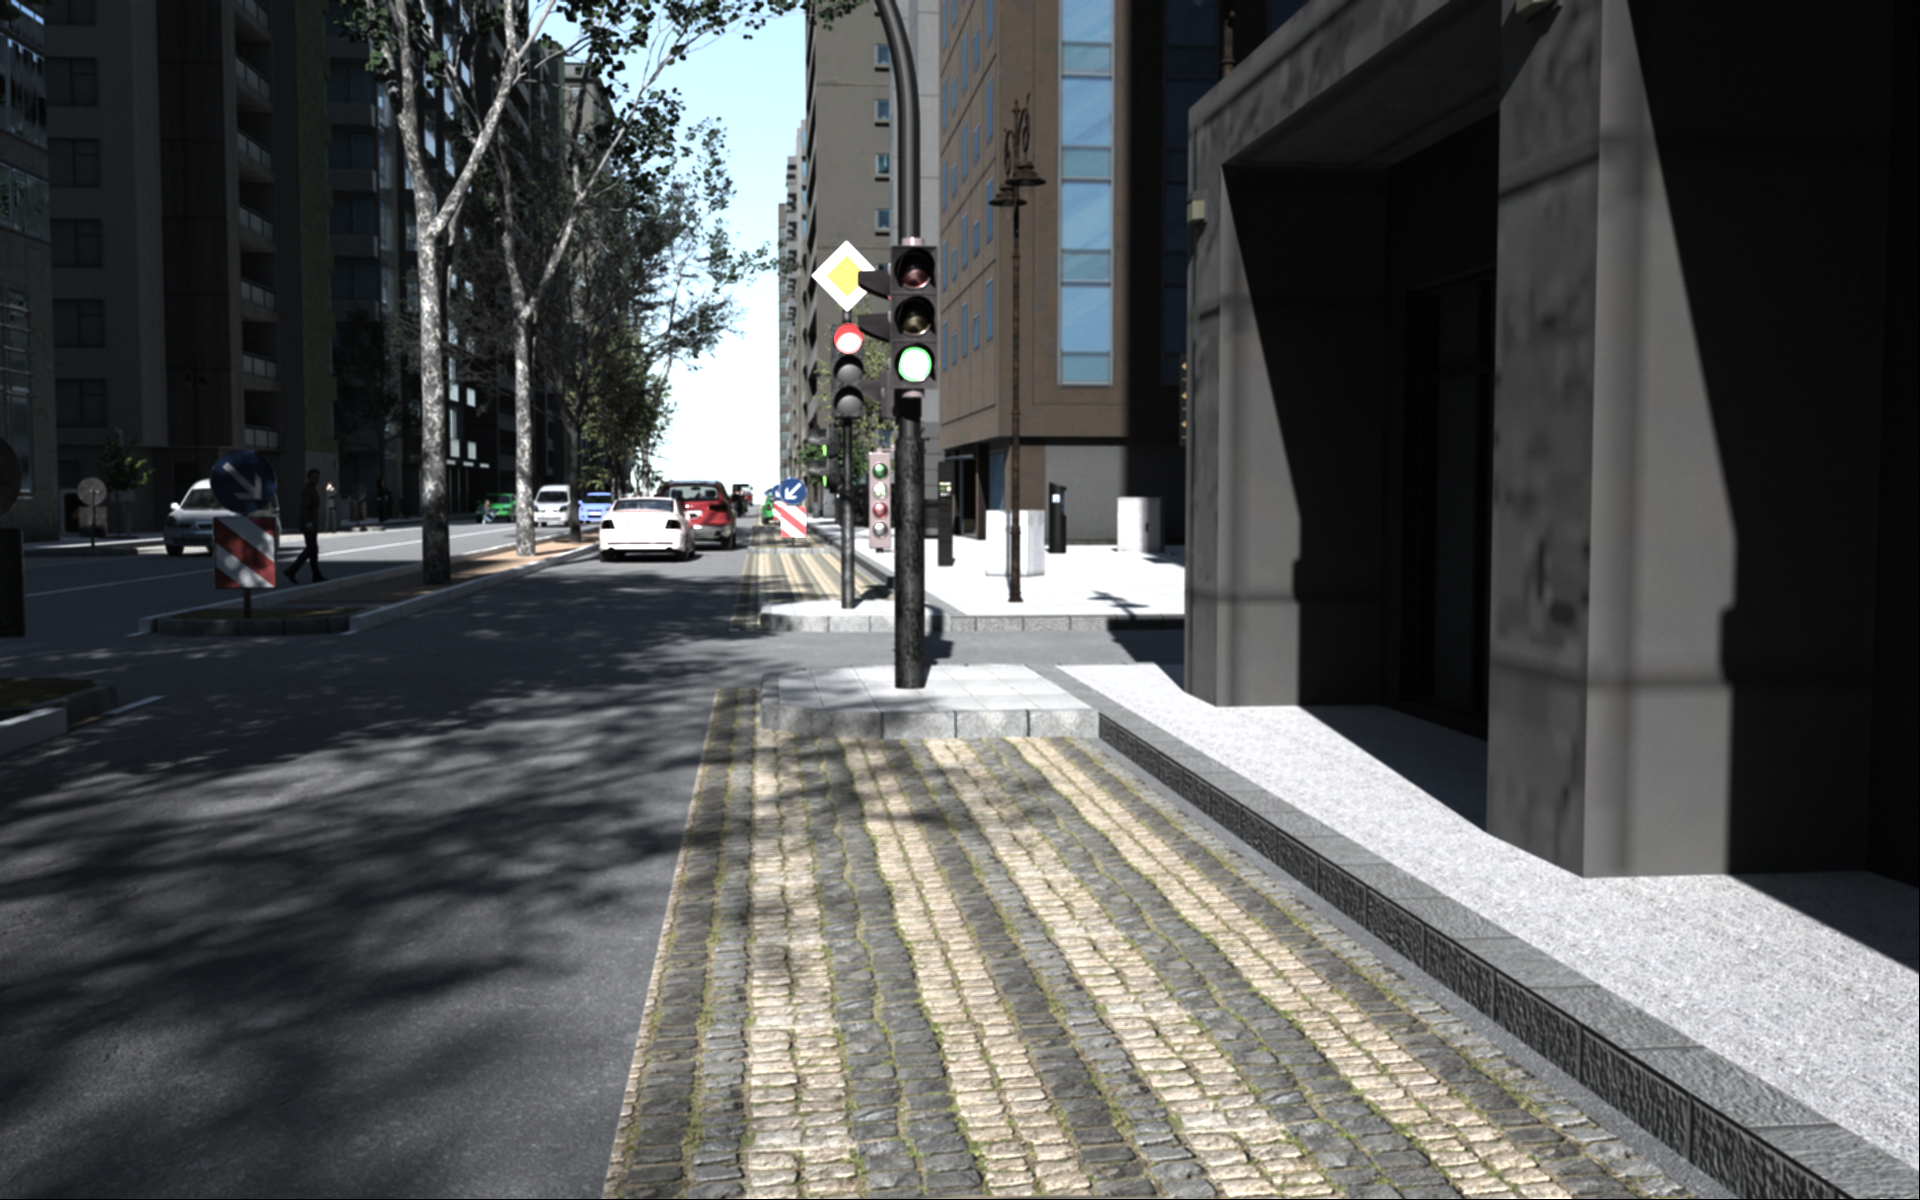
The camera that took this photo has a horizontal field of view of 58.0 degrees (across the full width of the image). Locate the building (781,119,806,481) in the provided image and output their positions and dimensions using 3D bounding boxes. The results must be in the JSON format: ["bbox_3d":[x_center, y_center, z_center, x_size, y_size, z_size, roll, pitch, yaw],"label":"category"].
[{"bbox_3d":[-11.207,-36.961,223.920,23.786,49.044,30.456,0,4,-7],"label":"building"}]

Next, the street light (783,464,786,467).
[{"bbox_3d":[-21.817,-14.868,215.872,0.468,5.910,1.993,0,4,-7],"label":"street light"}]

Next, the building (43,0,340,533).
[{"bbox_3d":[-31.089,-23.066,60.726,14.154,41.232,14.086,0,4,-7],"label":"building"}]

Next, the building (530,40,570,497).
[{"bbox_3d":[-42.087,-28.579,150.860,14.154,41.232,14.086,0,4,-7],"label":"building"}]

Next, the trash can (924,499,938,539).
[{"bbox_3d":[-0.809,-2.334,49.808,0.748,1.137,0.748,0,3,0],"label":"trash can"}]

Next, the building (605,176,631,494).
[{"bbox_3d":[-52.795,-35.899,237.059,14.600,45.320,14.200,0,4,-7],"label":"building"}]

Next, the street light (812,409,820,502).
[{"bbox_3d":[-8.171,-7.622,97.402,0.468,5.910,1.993,0,4,-7],"label":"street light"}]

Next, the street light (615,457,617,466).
[{"bbox_3d":[-42.185,-14.653,212.370,0.468,5.910,1.993,0,4,-7],"label":"street light"}]

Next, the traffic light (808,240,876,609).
[{"bbox_3d":[-1.275,-1.860,19.335,0.839,4.253,0.868,0,4,-7],"label":"traffic light"}]

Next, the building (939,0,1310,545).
[{"bbox_3d":[6.988,-24.410,49.211,14.600,45.320,14.200,0,4,-7],"label":"building"}]

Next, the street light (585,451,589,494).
[{"bbox_3d":[-37.939,-12.436,176.111,0.468,5.910,1.993,0,4,-7],"label":"street light"}]

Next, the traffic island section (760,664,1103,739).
[{"bbox_3d":[-0.321,0.658,11.521,2.009,0.180,2.903,0,4,-7],"label":"traffic island section"}]

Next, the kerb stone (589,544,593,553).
[{"bbox_3d":[-9.063,-1.211,41.987,0.120,0.150,1.000,0,4,-7],"label":"kerb stone"}]

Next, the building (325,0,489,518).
[{"bbox_3d":[-42.363,-29.681,104.893,23.786,49.044,30.456,0,4,-7],"label":"building"}]

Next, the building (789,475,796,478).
[{"bbox_3d":[0.401,-28.592,159.358,32.217,40.220,23.993,0,4,-7],"label":"building"}]

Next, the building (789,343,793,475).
[{"bbox_3d":[-5.023,-21.384,194.665,27.650,21.520,28.899,0,4,-7],"label":"building"}]

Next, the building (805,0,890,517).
[{"bbox_3d":[1.420,-29.572,107.202,21.300,48.544,21.600,0,4,-7],"label":"building"}]

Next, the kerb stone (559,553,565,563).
[{"bbox_3d":[-8.354,-0.837,35.875,0.120,0.150,1.000,0,4,-7],"label":"kerb stone"}]

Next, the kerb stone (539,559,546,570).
[{"bbox_3d":[-8.009,-0.649,32.815,0.120,0.150,1.000,0,4,-7],"label":"kerb stone"}]

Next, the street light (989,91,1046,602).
[{"bbox_3d":[0.662,-2.915,20.441,0.468,5.910,1.993,0,4,-7],"label":"street light"}]

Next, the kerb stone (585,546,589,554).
[{"bbox_3d":[-8.938,-1.148,40.973,0.120,0.150,1.000,0,4,-7],"label":"kerb stone"}]

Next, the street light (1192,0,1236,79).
[{"bbox_3d":[1.734,-2.354,11.277,0.468,5.910,1.993,0,4,-7],"label":"street light"}]

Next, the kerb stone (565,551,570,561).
[{"bbox_3d":[-8.472,-0.899,36.892,0.120,0.150,1.000,0,4,-7],"label":"kerb stone"}]

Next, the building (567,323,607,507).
[{"bbox_3d":[-53.677,-20.961,187.746,27.650,21.520,28.899,0,4,-7],"label":"building"}]

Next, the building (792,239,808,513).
[{"bbox_3d":[1.504,-17.642,133.485,27.650,21.520,28.899,0,4,-7],"label":"building"}]

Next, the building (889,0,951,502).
[{"bbox_3d":[7.280,-32.794,78.186,21.231,58.520,28.212,0,4,-7],"label":"building"}]

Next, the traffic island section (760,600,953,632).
[{"bbox_3d":[-1.234,0.173,19.454,2.009,0.180,2.903,0,4,-7],"label":"traffic island section"}]

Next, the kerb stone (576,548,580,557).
[{"bbox_3d":[-8.712,-1.023,38.927,0.120,0.150,1.000,0,4,-7],"label":"kerb stone"}]

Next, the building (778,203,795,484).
[{"bbox_3d":[-18.659,-34.378,245.679,14.154,41.232,14.086,0,4,-7],"label":"building"}]

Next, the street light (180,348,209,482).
[{"bbox_3d":[-24.235,-5.028,54.997,0.468,5.910,1.993,0,4,-7],"label":"street light"}]

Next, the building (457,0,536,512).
[{"bbox_3d":[-44.691,-31.046,131.296,21.300,48.544,21.600,0,4,-7],"label":"building"}]

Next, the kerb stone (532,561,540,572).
[{"bbox_3d":[-7.885,-0.587,31.800,0.120,0.150,1.000,0,4,-7],"label":"kerb stone"}]

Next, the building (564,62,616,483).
[{"bbox_3d":[-57.699,-38.293,215.324,28.713,52.752,27.495,0,4,-7],"label":"building"}]

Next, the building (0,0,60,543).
[{"bbox_3d":[-32.067,-43.784,28.544,22.319,86.520,31.000,0,4,-7],"label":"building"}]

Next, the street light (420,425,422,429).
[{"bbox_3d":[-28.221,-7.255,91.412,0.468,5.910,1.993,0,4,-7],"label":"street light"}]

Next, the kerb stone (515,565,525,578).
[{"bbox_3d":[-7.652,-0.460,29.747,0.120,0.150,1.000,0,4,-7],"label":"kerb stone"}]

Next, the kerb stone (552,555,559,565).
[{"bbox_3d":[-8.236,-0.775,34.859,0.120,0.150,1.000,0,4,-7],"label":"kerb stone"}]

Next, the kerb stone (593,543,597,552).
[{"bbox_3d":[-9.175,-1.273,43.004,0.120,0.150,1.000,0,4,-7],"label":"kerb stone"}]

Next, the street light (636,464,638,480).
[{"bbox_3d":[-46.354,-16.884,248.835,0.468,5.910,1.993,0,4,-7],"label":"street light"}]

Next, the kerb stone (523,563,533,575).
[{"bbox_3d":[-7.768,-0.525,30.779,0.120,0.150,1.000,0,4,-7],"label":"kerb stone"}]

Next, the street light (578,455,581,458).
[{"bbox_3d":[-36.820,-11.863,166.741,0.468,5.910,1.993,0,4,-7],"label":"street light"}]

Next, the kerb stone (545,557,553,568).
[{"bbox_3d":[-8.118,-0.712,33.844,0.120,0.150,1.000,0,4,-7],"label":"kerb stone"}]

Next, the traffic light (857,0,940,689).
[{"bbox_3d":[-2.430,-2.224,11.023,4.771,5.953,1.251,0,4,-7],"label":"traffic light"}]

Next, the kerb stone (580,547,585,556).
[{"bbox_3d":[-8.826,-1.084,39.942,0.120,0.150,1.000,0,4,-7],"label":"kerb stone"}]

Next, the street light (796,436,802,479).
[{"bbox_3d":[-12.418,-9.839,133.660,0.468,5.910,1.993,0,4,-7],"label":"street light"}]

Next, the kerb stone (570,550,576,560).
[{"bbox_3d":[-8.585,-0.961,37.909,0.120,0.150,1.000,0,4,-7],"label":"kerb stone"}]

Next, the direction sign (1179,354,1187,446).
[{"bbox_3d":[3.988,-2.204,28.029,0.876,3.537,0.379,1,4,15],"label":"direction sign"}]

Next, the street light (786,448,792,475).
[{"bbox_3d":[-17.556,-12.650,179.615,0.468,5.910,1.993,0,4,-7],"label":"street light"}]

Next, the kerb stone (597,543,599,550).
[{"bbox_3d":[-9.291,-1.335,44.021,0.120,0.150,1.000,0,4,-7],"label":"kerb stone"}]
